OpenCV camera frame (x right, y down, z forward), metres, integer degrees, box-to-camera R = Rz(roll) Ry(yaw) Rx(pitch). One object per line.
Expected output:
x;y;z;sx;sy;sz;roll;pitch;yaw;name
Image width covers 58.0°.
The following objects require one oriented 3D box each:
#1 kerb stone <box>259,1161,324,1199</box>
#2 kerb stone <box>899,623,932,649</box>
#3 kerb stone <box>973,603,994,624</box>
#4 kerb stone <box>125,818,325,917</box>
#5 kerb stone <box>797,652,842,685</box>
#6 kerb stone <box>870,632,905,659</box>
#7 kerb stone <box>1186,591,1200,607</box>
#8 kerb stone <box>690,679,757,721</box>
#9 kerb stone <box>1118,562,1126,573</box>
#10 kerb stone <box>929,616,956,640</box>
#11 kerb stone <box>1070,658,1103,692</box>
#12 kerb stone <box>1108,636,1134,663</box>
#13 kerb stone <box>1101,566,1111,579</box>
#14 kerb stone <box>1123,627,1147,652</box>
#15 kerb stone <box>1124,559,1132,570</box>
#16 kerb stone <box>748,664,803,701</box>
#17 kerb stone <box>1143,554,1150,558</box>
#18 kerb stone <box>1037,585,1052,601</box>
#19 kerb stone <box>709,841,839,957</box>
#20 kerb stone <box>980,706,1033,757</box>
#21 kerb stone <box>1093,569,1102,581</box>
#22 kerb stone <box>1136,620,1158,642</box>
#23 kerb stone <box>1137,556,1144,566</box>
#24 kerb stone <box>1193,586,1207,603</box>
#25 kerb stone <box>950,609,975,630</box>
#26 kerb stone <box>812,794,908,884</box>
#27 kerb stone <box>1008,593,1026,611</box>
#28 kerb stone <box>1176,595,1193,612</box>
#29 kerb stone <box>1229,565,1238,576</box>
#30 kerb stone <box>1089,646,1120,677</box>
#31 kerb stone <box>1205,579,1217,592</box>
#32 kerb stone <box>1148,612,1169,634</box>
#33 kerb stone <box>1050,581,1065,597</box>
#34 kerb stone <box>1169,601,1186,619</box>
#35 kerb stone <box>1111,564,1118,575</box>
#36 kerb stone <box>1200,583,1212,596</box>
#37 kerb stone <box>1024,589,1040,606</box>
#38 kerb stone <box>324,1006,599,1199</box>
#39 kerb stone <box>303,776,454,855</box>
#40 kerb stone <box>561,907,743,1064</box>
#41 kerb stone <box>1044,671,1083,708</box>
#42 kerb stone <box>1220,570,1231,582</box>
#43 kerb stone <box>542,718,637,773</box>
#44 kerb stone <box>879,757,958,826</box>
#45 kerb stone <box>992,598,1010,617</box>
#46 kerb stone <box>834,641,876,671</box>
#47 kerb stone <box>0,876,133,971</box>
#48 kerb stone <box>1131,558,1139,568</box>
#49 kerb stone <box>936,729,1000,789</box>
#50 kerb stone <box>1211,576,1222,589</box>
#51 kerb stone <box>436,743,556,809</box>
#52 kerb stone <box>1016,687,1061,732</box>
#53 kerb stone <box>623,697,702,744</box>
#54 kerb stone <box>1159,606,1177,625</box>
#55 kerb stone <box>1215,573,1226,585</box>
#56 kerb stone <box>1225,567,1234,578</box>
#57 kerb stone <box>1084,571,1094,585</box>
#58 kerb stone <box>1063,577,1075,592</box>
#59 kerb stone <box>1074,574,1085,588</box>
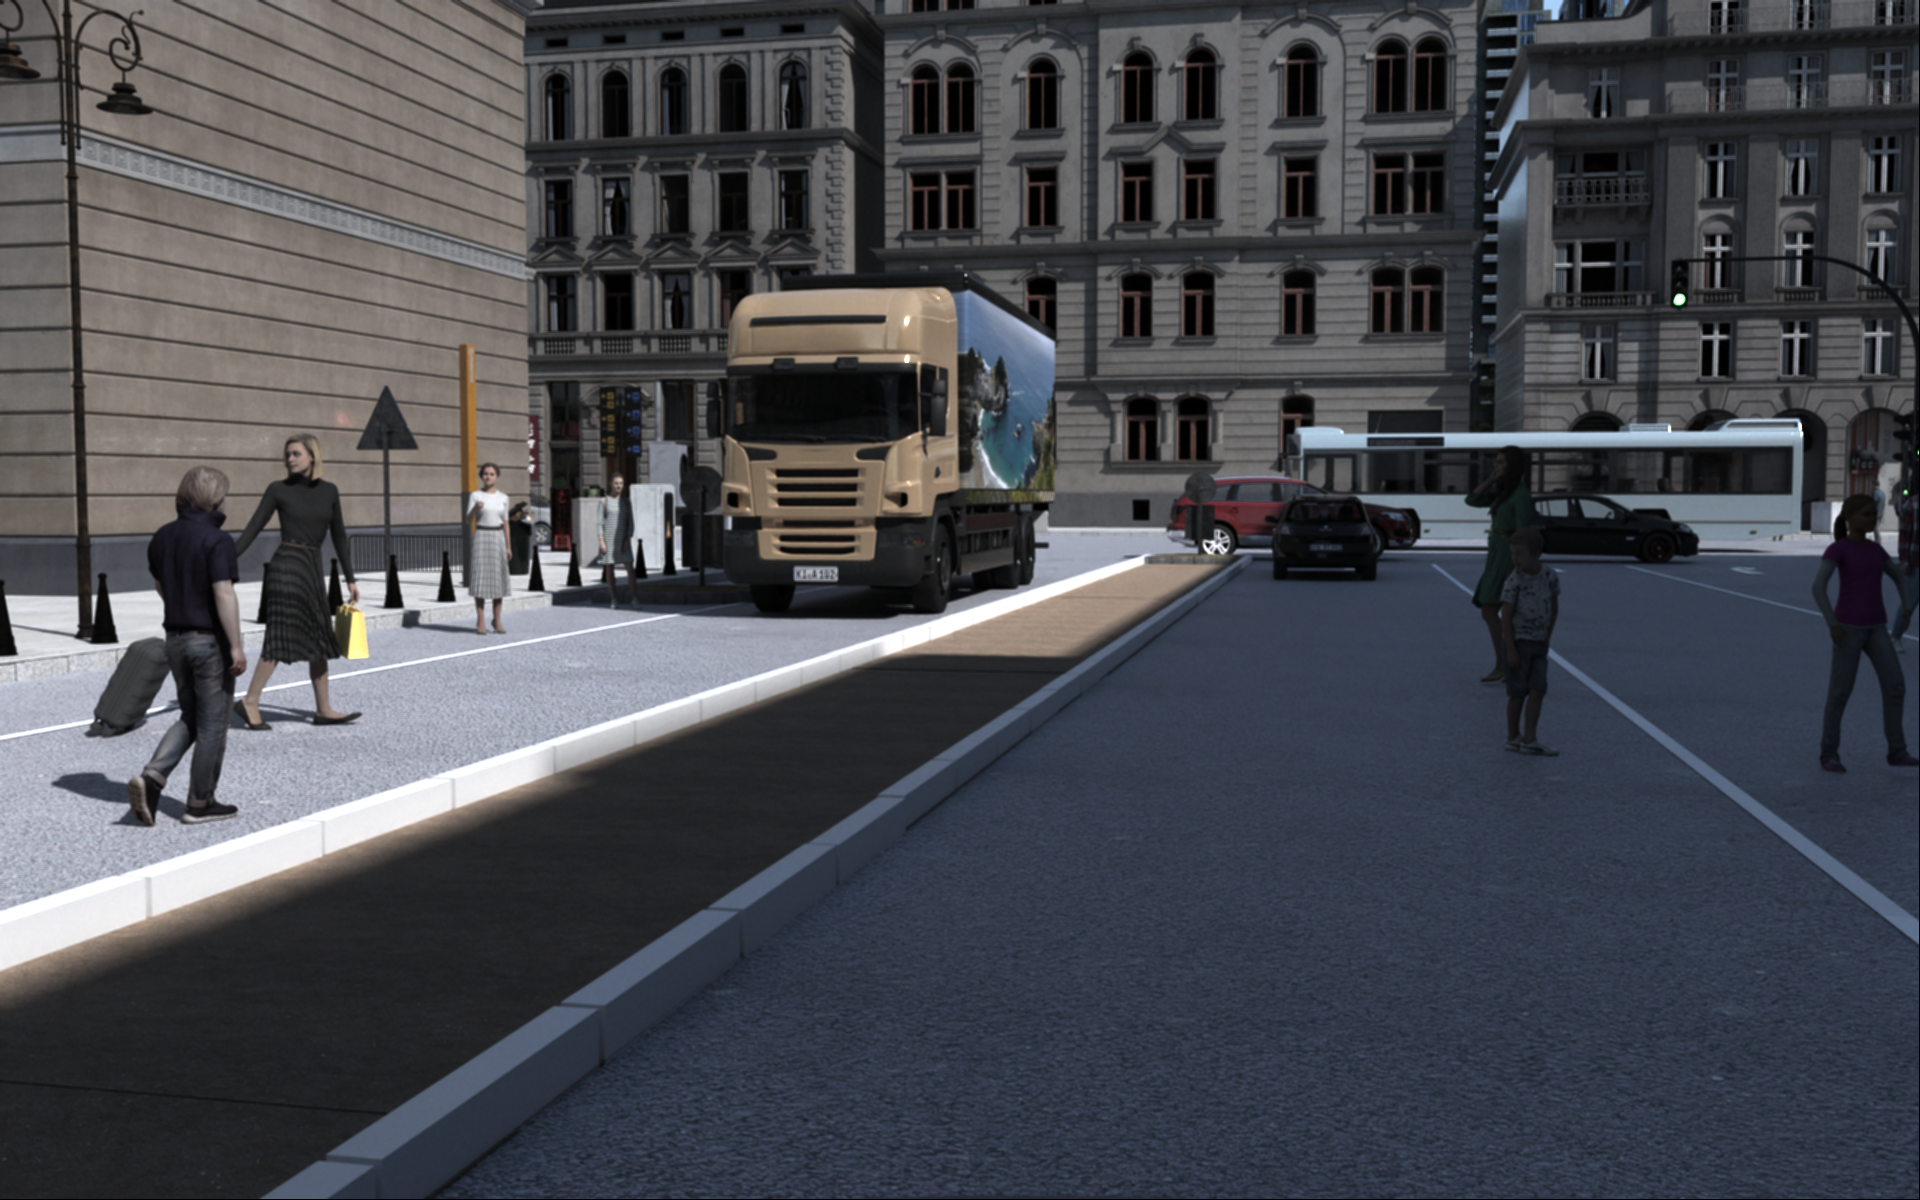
-1.285;1.186;2.842;0.120;0.150;1.000;1;4;12;kerb stone
-0.466;0.358;16.360;0.120;0.150;1.000;1;4;12;kerb stone
0.193;0.173;19.363;0.120;0.150;1.000;1;4;12;kerb stone
-2.669;0.974;6.322;0.120;0.150;1.000;1;4;12;kerb stone
-1.126;0.543;13.355;0.120;0.150;1.000;1;4;12;kerb stone
-0.689;0.418;15.357;0.120;0.150;1.000;1;4;12;kerb stone
2.900;0.023;21.920;0.120;0.150;1.000;1;4;12;kerb stone
-1.567;0.663;11.347;0.120;0.150;1.000;1;4;12;kerb stone
2.836;-0.562;31.405;0.120;0.150;1.000;1;4;12;kerb stone
-0.237;0.297;17.359;0.120;0.150;1.000;1;4;12;kerb stone
0.919;0.570;12.870;0.120;0.150;1.000;1;4;12;kerb stone
1.356;0.448;14.875;0.120;0.150;1.000;1;4;12;kerb stone
2.396;-0.441;29.398;0.120;0.150;1.000;1;4;12;kerb stone
1.576;0.386;15.880;0.120;0.150;1.000;1;4;12;kerb stone
3.058;-0.622;32.405;0.120;0.150;1.000;1;4;12;kerb stone
-1.345;0.602;12.353;0.120;0.150;1.000;1;4;12;kerb stone
3.726;-0.806;35.422;0.120;0.150;1.000;1;4;12;kerb stone
1.073;-0.072;23.379;0.120;0.150;1.000;1;4;12;kerb stone
-0.618;0.999;5.855;0.120;0.150;1.000;1;4;12;kerb stone
0.253;0.758;9.868;0.120;0.150;1.000;1;4;12;kerb stone
2.166;-0.376;28.400;0.120;0.150;1.000;1;4;12;kerb stone
1.792;0.327;16.891;0.120;0.150;1.000;1;4;12;kerb stone
3.500;-0.747;34.416;0.120;0.150;1.000;1;4;12;kerb stone
3.132;-0.045;22.925;0.120;0.150;1.000;1;4;12;kerb stone
-0.031;0.234;18.363;0.120;0.150;1.000;1;4;12;kerb stone
-0.395;0.942;6.862;0.120;0.150;1.000;1;4;12;kerb stone
0.634;0.051;21.365;0.120;0.150;1.000;1;4;12;kerb stone
2.677;0.078;20.916;0.120;0.150;1.000;1;4;12;kerb stone
4.674;-0.473;29.970;0.120;0.150;1.000;1;4;12;kerb stone
1.135;0.509;13.872;0.120;0.150;1.000;1;4;12;kerb stone
3.568;-0.168;24.941;0.120;0.150;1.000;1;4;12;kerb stone
2.020;0.263;17.898;0.120;0.150;1.000;1;4;12;kerb stone
1.299;-0.134;24.386;0.120;0.150;1.000;1;4;12;kerb stone
2.461;0.141;19.910;0.120;0.150;1.000;1;4;12;kerb stone
2.611;-0.502;30.400;0.120;0.150;1.000;1;4;12;kerb stone
3.346;-0.106;23.938;0.120;0.150;1.000;1;4;12;kerb stone
0.857;-0.011;22.377;0.120;0.150;1.000;1;4;12;kerb stone
-1.066;1.122;3.843;0.120;0.150;1.000;1;4;12;kerb stone
-2.457;0.913;7.329;0.120;0.150;1.000;1;4;12;kerb stone
-0.842;1.061;4.849;0.120;0.150;1.000;1;4;12;kerb stone
0.693;0.632;11.870;0.120;0.150;1.000;1;4;12;kerb stone
4.235;-0.345;27.957;0.120;0.150;1.000;1;4;12;kerb stone
-2.011;0.787;9.330;0.120;0.150;1.000;1;4;12;kerb stone
-0.186;0.876;7.866;0.120;0.150;1.000;1;4;12;kerb stone
0.411;0.112;20.365;0.120;0.150;1.000;1;4;12;kerb stone
-0.908;0.479;14.356;0.120;0.150;1.000;1;4;12;kerb stone
-2.891;1.032;5.321;0.120;0.150;1.000;1;4;12;kerb stone
3.277;-0.686;33.407;0.120;0.150;1.000;1;4;12;kerb stone
0.034;0.815;8.867;0.120;0.150;1.000;1;4;12;kerb stone
3.791;-0.229;25.941;0.120;0.150;1.000;1;4;12;kerb stone
-2.232;0.848;8.329;0.120;0.150;1.000;1;4;12;kerb stone
0.478;0.695;10.868;0.120;0.150;1.000;1;4;12;kerb stone
-1.790;0.726;10.331;0.120;0.150;1.000;1;4;12;kerb stone
2.235;0.202;18.910;0.120;0.150;1.000;1;4;12;kerb stone
4.006;-0.287;26.947;0.120;0.150;1.000;1;4;12;kerb stone
4.449;-0.412;28.959;0.120;0.150;1.000;1;4;12;kerb stone
1.953;-0.316;27.397;0.120;0.150;1.000;1;4;12;kerb stone
1.516;-0.195;25.387;0.120;0.150;1.000;1;4;12;kerb stone
1.739;-0.257;26.392;0.120;0.150;1.000;1;4;12;kerb stone
